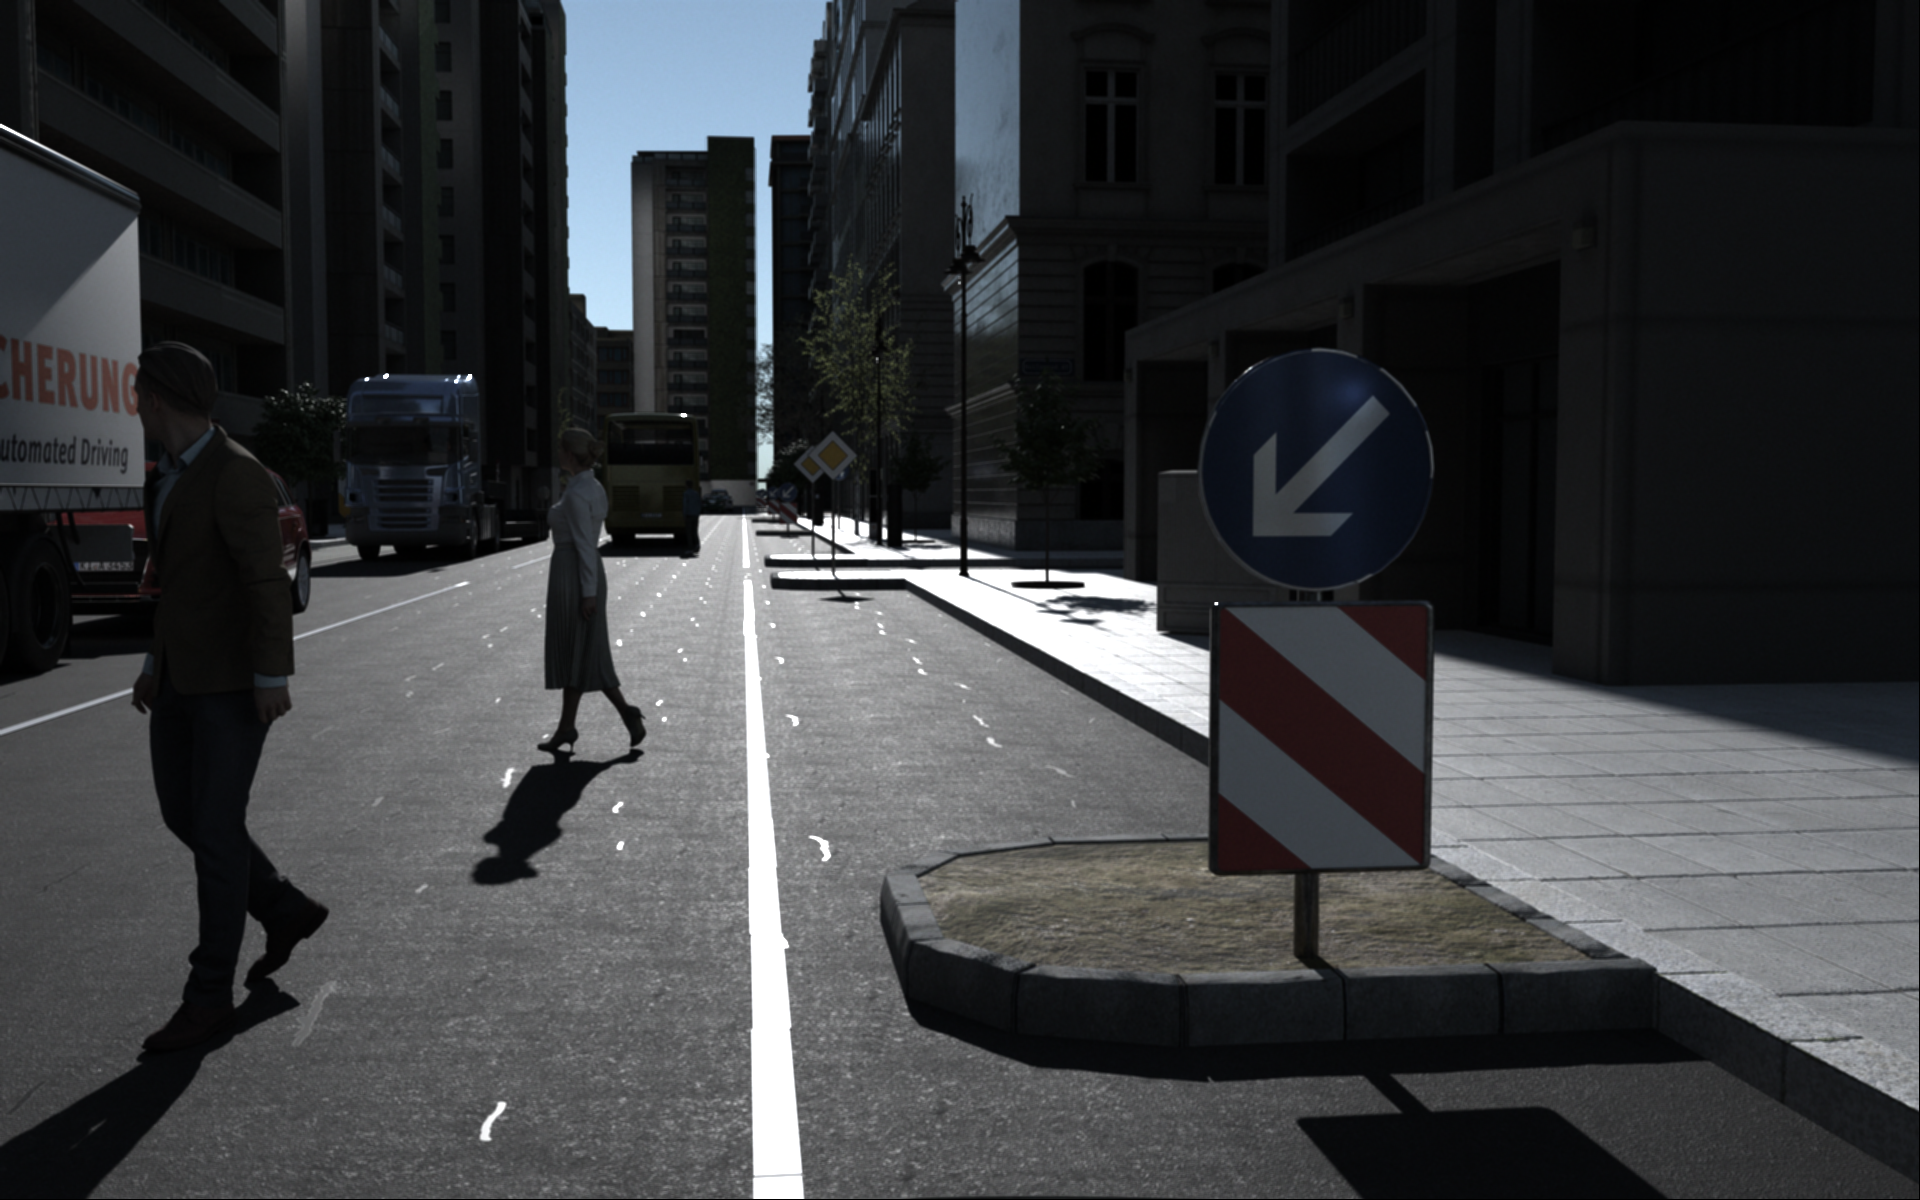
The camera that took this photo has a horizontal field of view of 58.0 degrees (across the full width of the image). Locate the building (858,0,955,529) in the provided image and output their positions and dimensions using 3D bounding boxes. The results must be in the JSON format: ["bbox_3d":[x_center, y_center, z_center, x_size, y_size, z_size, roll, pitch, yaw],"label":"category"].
[{"bbox_3d":[1.322,-13.606,71.603,9.793,20.994,18.267,0,4,-7],"label":"building"}]

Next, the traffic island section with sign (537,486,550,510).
[{"bbox_3d":[-20.742,-4.757,86.406,1.989,1.847,2.006,0,4,-7],"label":"traffic island section with sign"}]

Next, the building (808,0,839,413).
[{"bbox_3d":[-3.396,-33.642,169.650,23.786,49.044,30.456,0,4,-7],"label":"building"}]

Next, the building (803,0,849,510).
[{"bbox_3d":[-0.892,-50.440,137.370,22.319,86.520,31.000,0,4,-7],"label":"building"}]

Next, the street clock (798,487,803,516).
[{"bbox_3d":[-9.525,-6.036,103.254,0.471,2.002,0.358,0,4,-1],"label":"street clock"}]

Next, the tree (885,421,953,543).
[{"bbox_3d":[-1.241,-3.137,45.897,1.663,3.219,1.824,0,3,0],"label":"tree"}]

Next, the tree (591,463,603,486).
[{"bbox_3d":[-31.681,-10.500,155.382,4.285,4.588,4.351,0,3,0],"label":"tree"}]

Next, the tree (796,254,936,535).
[{"bbox_3d":[-3.007,-6.347,54.136,4.360,8.622,3.978,0,3,0],"label":"tree"}]

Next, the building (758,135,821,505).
[{"bbox_3d":[-9.739,-33.752,206.470,28.867,44.769,22.147,0,4,-7],"label":"building"}]

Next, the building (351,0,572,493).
[{"bbox_3d":[-38.917,-27.773,137.680,14.154,41.232,14.086,0,4,-7],"label":"building"}]

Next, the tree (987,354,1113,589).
[{"bbox_3d":[1.097,-1.789,23.852,1.663,3.219,1.824,0,3,0],"label":"tree"}]

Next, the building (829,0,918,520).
[{"bbox_3d":[-0.898,-19.478,95.964,11.434,29.767,29.804,0,4,-7],"label":"building"}]

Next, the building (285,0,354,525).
[{"bbox_3d":[-31.113,-23.970,75.506,14.154,41.232,14.086,0,4,-7],"label":"building"}]

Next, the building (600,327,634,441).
[{"bbox_3d":[-52.629,-21.946,203.856,28.899,21.520,27.650,0,4,-7],"label":"building"}]

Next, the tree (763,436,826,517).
[{"bbox_3d":[-9.022,-7.035,98.733,4.285,4.588,4.351,0,3,0],"label":"tree"}]

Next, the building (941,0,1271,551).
[{"bbox_3d":[17.395,-13.841,45.393,34.723,24.649,14.460,0,4,-7],"label":"building"}]

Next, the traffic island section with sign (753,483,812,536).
[{"bbox_3d":[-6.115,-3.163,60.343,1.989,1.847,2.006,0,4,-7],"label":"traffic island section with sign"}]

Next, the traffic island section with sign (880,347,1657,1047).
[{"bbox_3d":[0.771,0.194,5.464,1.989,1.847,2.006,0,4,-7],"label":"traffic island section with sign"}]

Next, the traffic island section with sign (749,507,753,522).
[{"bbox_3d":[-9.584,-4.852,87.966,1.989,1.847,2.006,0,4,-7],"label":"traffic island section with sign"}]

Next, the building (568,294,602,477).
[{"bbox_3d":[-50.760,-19.683,166.857,28.899,21.520,27.650,0,4,-7],"label":"building"}]

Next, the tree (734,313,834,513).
[{"bbox_3d":[-10.078,-12.608,116.510,12.009,13.543,11.850,0,3,0],"label":"tree"}]

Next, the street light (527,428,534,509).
[{"bbox_3d":[-24.736,-7.747,99.446,0.468,5.910,1.993,0,4,-7],"label":"street light"}]

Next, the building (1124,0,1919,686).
[{"bbox_3d":[13.880,-35.283,15.136,20.563,71.187,20.611,0,4,-7],"label":"building"}]

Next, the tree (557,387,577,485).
[{"bbox_3d":[-26.454,-9.880,111.897,4.360,8.622,3.978,0,3,0],"label":"tree"}]

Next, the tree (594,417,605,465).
[{"bbox_3d":[-33.045,-13.103,164.595,4.737,8.622,4.395,0,3,0],"label":"tree"}]

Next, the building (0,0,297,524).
[{"bbox_3d":[-30.744,-25.642,42.949,21.300,48.544,21.600,0,4,-7],"label":"building"}]

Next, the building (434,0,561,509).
[{"bbox_3d":[-30.805,-19.988,98.508,14.160,30.474,14.107,0,4,-7],"label":"building"}]

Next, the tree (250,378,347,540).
[{"bbox_3d":[-18.446,-3.995,49.036,4.285,4.588,4.351,0,3,0],"label":"tree"}]

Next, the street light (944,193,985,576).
[{"bbox_3d":[0.061,-3.317,27.014,0.468,5.910,1.993,0,4,-7],"label":"street light"}]

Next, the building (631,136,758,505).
[{"bbox_3d":[-30.640,-31.623,200.633,14.086,41.232,14.154,0,4,-7],"label":"building"}]
